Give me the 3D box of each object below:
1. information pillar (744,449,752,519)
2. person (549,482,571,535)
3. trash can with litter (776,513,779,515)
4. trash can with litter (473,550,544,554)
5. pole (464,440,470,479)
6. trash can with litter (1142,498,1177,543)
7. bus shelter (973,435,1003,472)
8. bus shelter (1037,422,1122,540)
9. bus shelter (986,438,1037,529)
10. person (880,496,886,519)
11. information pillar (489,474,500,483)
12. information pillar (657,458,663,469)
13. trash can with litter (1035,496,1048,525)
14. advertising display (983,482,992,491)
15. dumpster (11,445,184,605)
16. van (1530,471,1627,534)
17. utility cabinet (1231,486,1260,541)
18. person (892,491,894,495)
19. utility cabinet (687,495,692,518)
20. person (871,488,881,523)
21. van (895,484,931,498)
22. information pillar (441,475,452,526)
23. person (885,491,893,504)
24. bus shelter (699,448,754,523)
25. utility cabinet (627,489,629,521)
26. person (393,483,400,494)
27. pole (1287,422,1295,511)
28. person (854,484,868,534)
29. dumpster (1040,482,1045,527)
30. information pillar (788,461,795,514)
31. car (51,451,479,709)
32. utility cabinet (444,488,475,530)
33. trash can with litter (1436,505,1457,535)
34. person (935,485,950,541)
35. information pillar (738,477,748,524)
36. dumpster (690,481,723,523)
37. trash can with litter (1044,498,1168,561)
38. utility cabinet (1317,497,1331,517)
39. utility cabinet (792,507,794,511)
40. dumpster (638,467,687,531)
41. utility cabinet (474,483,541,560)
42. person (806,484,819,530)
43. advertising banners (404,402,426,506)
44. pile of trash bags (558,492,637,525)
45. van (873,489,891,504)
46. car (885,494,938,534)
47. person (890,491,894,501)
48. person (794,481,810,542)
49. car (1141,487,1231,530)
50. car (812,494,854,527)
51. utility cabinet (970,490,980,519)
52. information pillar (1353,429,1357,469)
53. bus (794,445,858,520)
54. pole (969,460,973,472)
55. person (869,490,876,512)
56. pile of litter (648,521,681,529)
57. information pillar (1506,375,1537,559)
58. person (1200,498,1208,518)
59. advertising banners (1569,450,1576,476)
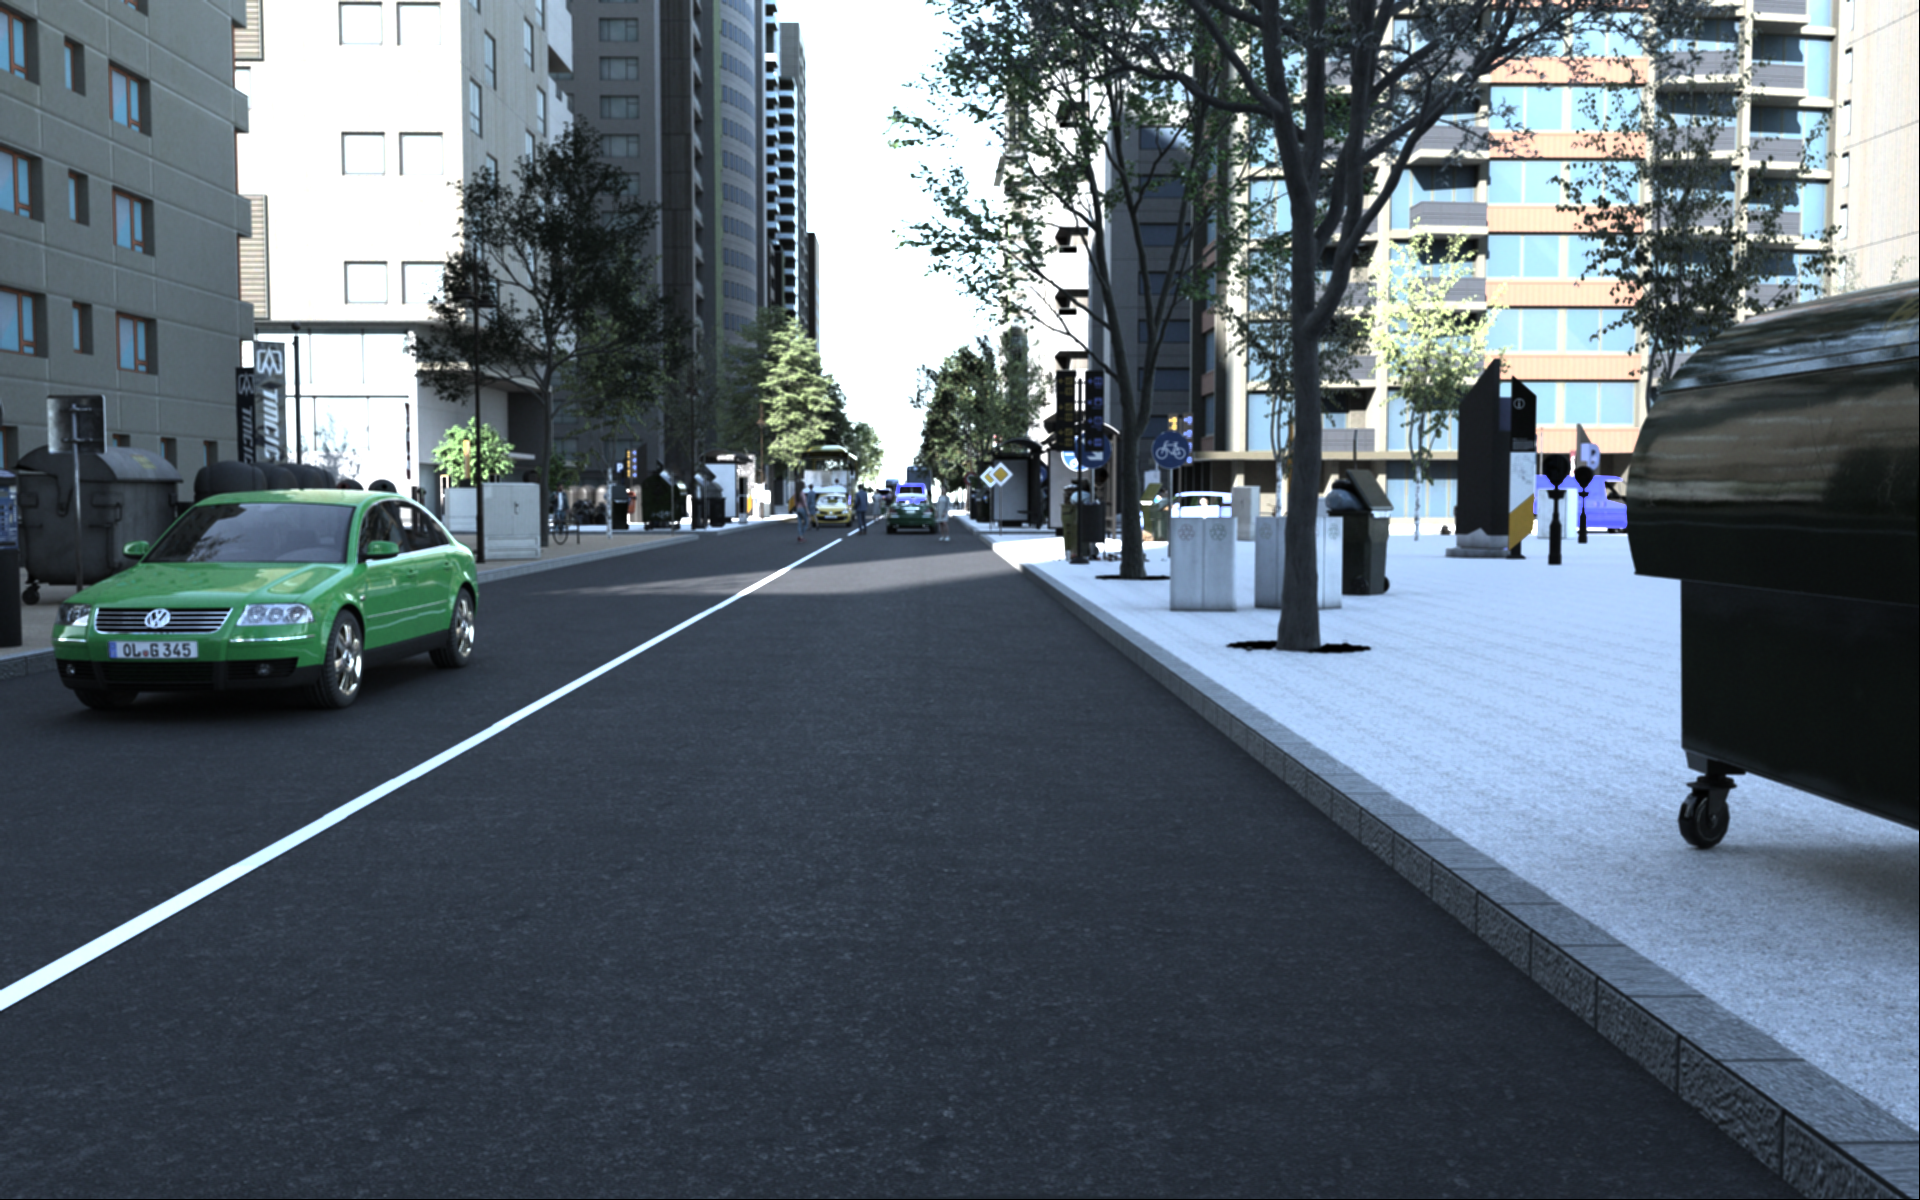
[{"bbox_3d":[-10.982,-6.010,89.611,0.183,3.616,0.504,2,4,31],"label":"information pillar"},{"bbox_3d":[-13.259,-3.002,57.570,0.794,1.824,0.713,-1,4,-15],"label":"person"},{"bbox_3d":[-11.801,-5.894,107.423,1.678,1.210,2.233,-1,4,-10],"label":"trash can with litter"},{"bbox_3d":[-9.764,-1.627,37.667,1.678,1.210,2.233,2,4,26],"label":"trash can with litter"},{"bbox_3d":[-18.758,-4.412,65.978,0.158,3.312,0.155,0,3,0],"label":"pole"},{"bbox_3d":[5.211,-2.124,46.116,1.055,1.170,0.624,-3,4,-37],"label":"trash can with litter"},{"bbox_3d":[1.943,-8.408,115.099,2.179,5.291,8.768,0,4,-1],"label":"bus shelter"},{"bbox_3d":[3.505,-3.447,50.282,2.014,3.302,5.546,0,4,-1],"label":"bus shelter"},{"bbox_3d":[2.086,-4.348,65.011,2.014,3.302,5.546,0,4,-1],"label":"bus shelter"},{"bbox_3d":[-4.512,-5.426,101.464,0.306,1.304,0.590,-1,4,-18],"label":"person"},{"bbox_3d":[-16.794,-3.549,62.521,0.304,2.012,0.304,1,4,17],"label":"information pillar"},{"bbox_3d":[-19.600,-7.449,113.150,0.504,3.616,0.183,2,4,25],"label":"information pillar"},{"bbox_3d":[3.307,-3.757,72.821,0.624,1.170,1.055,1,4,19],"label":"trash can with litter"},{"bbox_3d":[1.718,-5.473,94.693,0.974,1.923,0.123,0,4,-8],"label":"advertising display"},{"bbox_3d":[-10.264,-0.912,20.674,1.264,1.857,1.865,0,4,-1],"label":"dumpster"},{"bbox_3d":[20.548,-3.265,57.761,5.245,2.365,2.240,0,4,-2],"label":"van"},{"bbox_3d":[7.817,-2.378,47.554,0.318,1.500,1.173,-1,4,-18],"label":"utility cabinet"},{"bbox_3d":[-7.239,-11.006,189.185,0.721,1.736,1.217,0,4,-4],"label":"person"},{"bbox_3d":[-14.091,-4.981,92.607,1.020,1.237,0.306,-1,4,-18],"label":"utility cabinet"},{"bbox_3d":[-4.217,-4.763,86.952,0.480,1.755,0.524,1,4,10],"label":"person"},{"bbox_3d":[-2.924,-6.246,106.502,2.240,2.365,5.245,0,4,0],"label":"van"},{"bbox_3d":[-20.302,-3.915,68.500,0.304,2.012,0.304,1,4,14],"label":"information pillar"},{"bbox_3d":[-6.051,-8.568,149.526,0.756,1.711,0.436,3,5,41],"label":"person"},{"bbox_3d":[-10.692,-5.210,79.103,2.014,3.302,5.546,0,4,-1],"label":"bus shelter"},{"bbox_3d":[-16.149,-4.444,81.338,1.173,1.500,0.318,-1,4,-22],"label":"utility cabinet"},{"bbox_3d":[-17.994,-2.835,55.034,0.511,1.800,0.466,-1,4,-16],"label":"person"},{"bbox_3d":[9.200,-3.317,48.069,0.158,3.312,0.155,0,3,0],"label":"pole"},{"bbox_3d":[-3.502,-3.240,61.656,0.419,1.800,0.721,3,5,40],"label":"person"},{"bbox_3d":[2.725,-3.871,69.044,1.264,1.857,1.865,0,4,-1],"label":"dumpster"},{"bbox_3d":[-10.754,-7.293,110.594,0.183,3.616,0.504,3,5,45],"label":"information pillar"},{"bbox_3d":[-4.971,-0.255,12.961,1.959,1.807,4.718,0,4,0],"label":"car"},{"bbox_3d":[-17.463,-3.173,60.563,0.318,1.500,1.173,3,4,37],"label":"utility cabinet"},{"bbox_3d":[15.534,-2.628,54.349,1.055,1.170,0.624,0,4,7],"label":"trash can with litter"},{"bbox_3d":[-0.512,-2.693,53.527,0.512,1.701,0.522,2,4,26],"label":"person"},{"bbox_3d":[-9.263,-4.246,73.912,0.304,2.012,0.304,1,4,13],"label":"information pillar"},{"bbox_3d":[-10.948,-4.220,74.750,1.264,1.857,1.865,0,4,-1],"label":"dumpster"},{"bbox_3d":[2.880,-1.365,33.376,2.233,1.210,1.678,2,4,25],"label":"trash can with litter"},{"bbox_3d":[22.705,-5.974,108.839,1.020,1.237,0.306,0,4,5],"label":"utility cabinet"},{"bbox_3d":[-12.131,-7.350,128.858,0.318,1.500,1.173,1,4,23],"label":"utility cabinet"},{"bbox_3d":[-10.524,-3.595,61.265,1.502,2.255,1.985,0,4,-1],"label":"dumpster"},{"bbox_3d":[-8.755,-1.527,33.641,1.173,1.500,0.318,-3,5,-40],"label":"utility cabinet"},{"bbox_3d":[-5.857,-3.673,68.574,0.581,1.822,0.654,-3,4,-39],"label":"person"},{"bbox_3d":[-10.684,-2.310,33.952,0.090,3.025,2.074,0,4,-8],"label":"advertising banners"},{"bbox_3d":[-15.022,-3.809,72.036,3.447,1.369,1.912,-3,5,-40],"label":"pile of trash bags"},{"bbox_3d":[-8.752,-11.799,197.298,2.240,2.365,5.245,0,4,-1],"label":"van"},{"bbox_3d":[-1.743,-3.196,64.045,2.131,1.459,4.920,0,4,0],"label":"car"},{"bbox_3d":[-7.438,-10.771,185.161,0.990,1.755,0.434,-2,4,-30],"label":"person"},{"bbox_3d":[-4.698,-2.639,51.651,0.555,1.821,0.388,2,4,35],"label":"person"},{"bbox_3d":[7.672,-2.993,58.530,3.694,1.707,1.945,0,4,-2],"label":"car"},{"bbox_3d":[-5.622,-4.039,76.267,2.015,1.641,3.980,0,4,-2],"label":"car"},{"bbox_3d":[0.895,-4.879,88.453,0.318,1.500,1.173,-2,4,-28],"label":"utility cabinet"},{"bbox_3d":[14.125,-4.317,61.942,0.183,3.616,0.504,1,4,17],"label":"information pillar"},{"bbox_3d":[-6.850,-6.102,91.307,2.896,3.916,12.252,0,4,-1],"label":"bus"},{"bbox_3d":[0.669,-6.685,103.143,0.158,3.312,0.155,0,3,0],"label":"pole"},{"bbox_3d":[-6.981,-7.956,139.030,0.568,1.767,0.683,0,4,-1],"label":"person"},{"bbox_3d":[-11.223,-3.099,64.638,1.719,0.858,1.176,3,4,36],"label":"pile of litter"},{"bbox_3d":[11.083,-2.619,34.172,0.504,3.616,0.183,0,4,4],"label":"information pillar"},{"bbox_3d":[7.942,-2.675,56.510,0.394,1.301,0.425,-2,4,-29],"label":"person"},{"bbox_3d":[23.960,-4.445,68.858,2.074,3.025,0.090,-3,5,-41],"label":"advertising banners"}]
